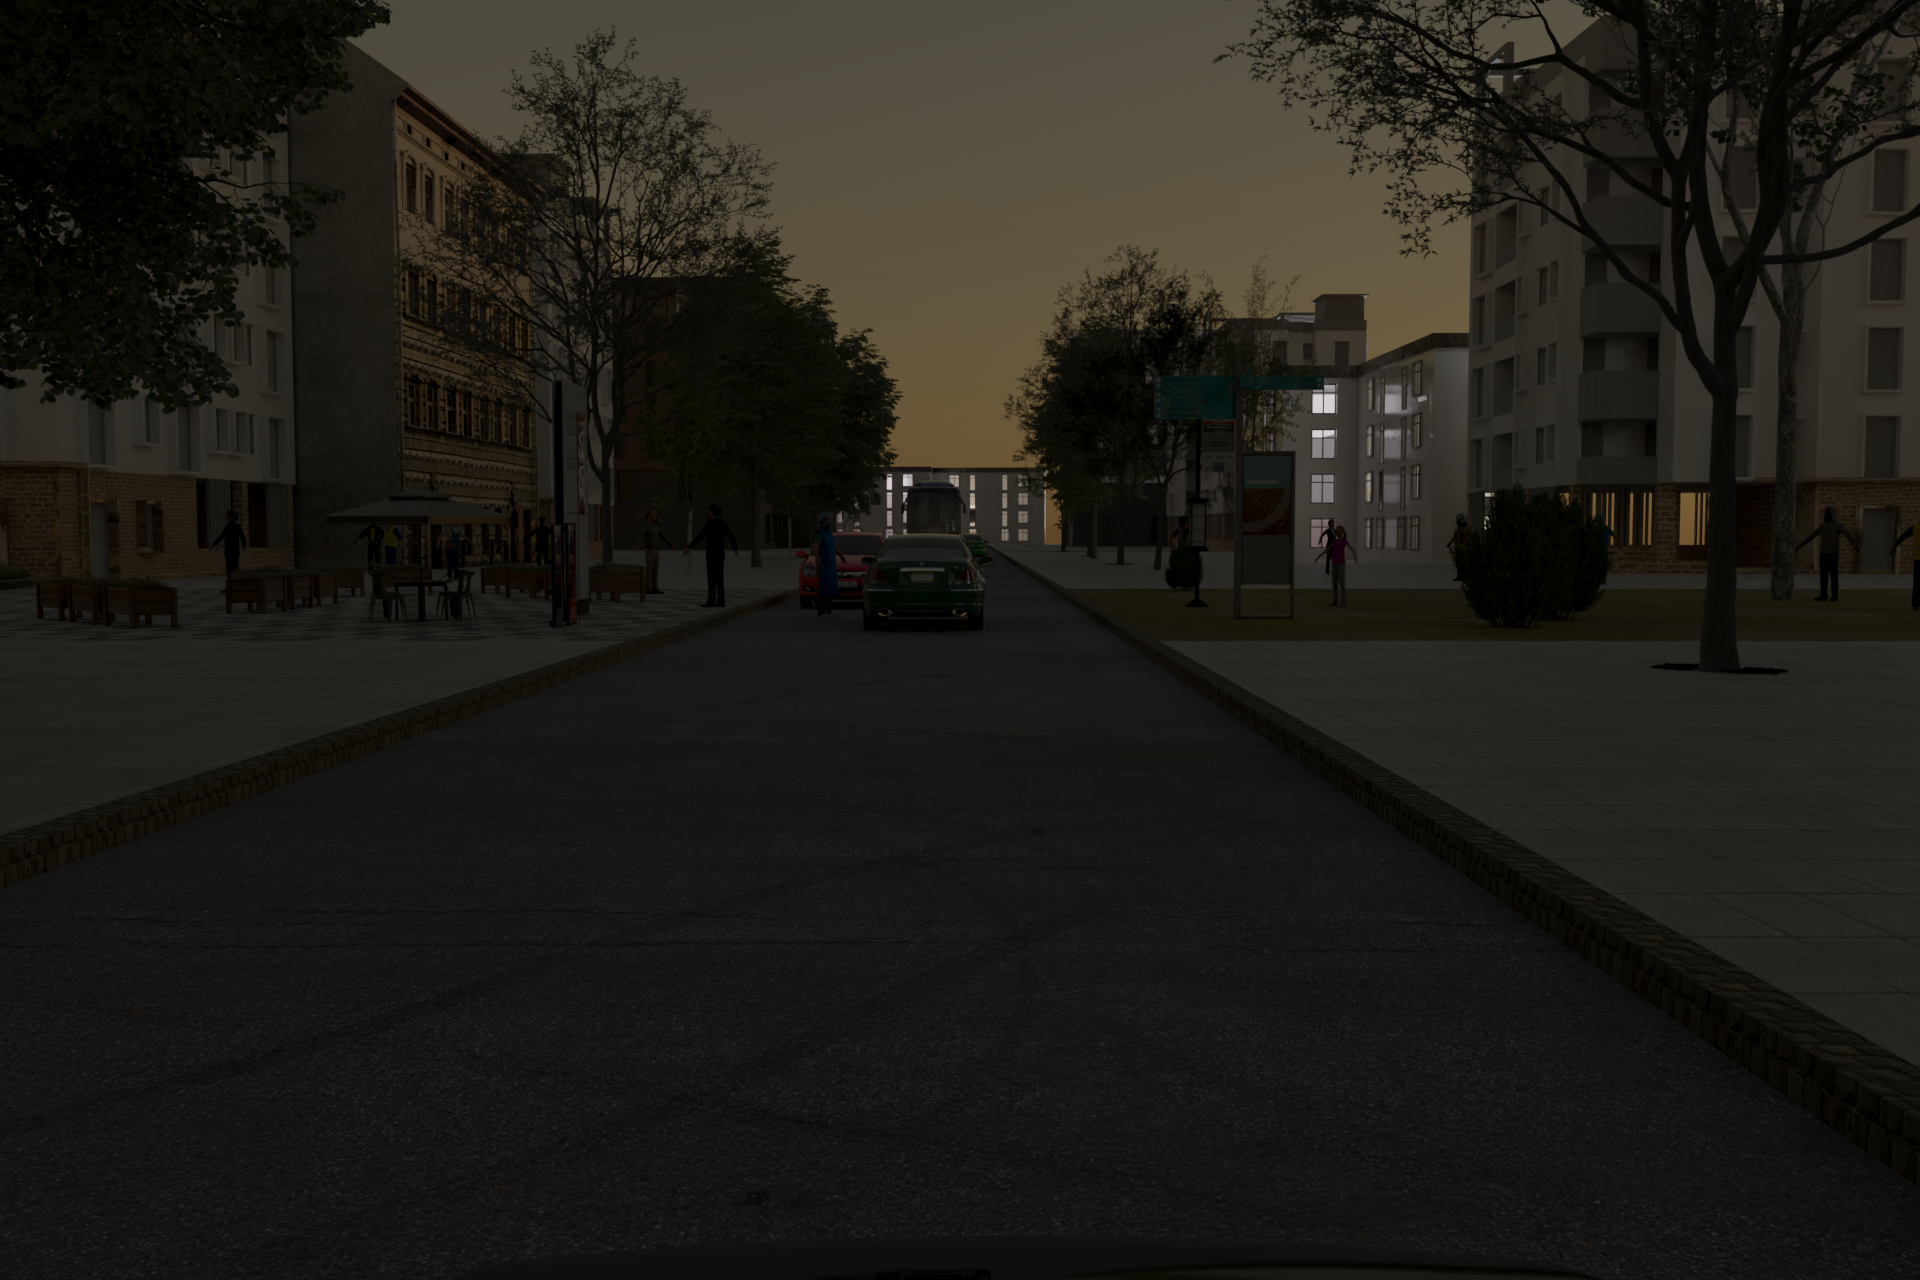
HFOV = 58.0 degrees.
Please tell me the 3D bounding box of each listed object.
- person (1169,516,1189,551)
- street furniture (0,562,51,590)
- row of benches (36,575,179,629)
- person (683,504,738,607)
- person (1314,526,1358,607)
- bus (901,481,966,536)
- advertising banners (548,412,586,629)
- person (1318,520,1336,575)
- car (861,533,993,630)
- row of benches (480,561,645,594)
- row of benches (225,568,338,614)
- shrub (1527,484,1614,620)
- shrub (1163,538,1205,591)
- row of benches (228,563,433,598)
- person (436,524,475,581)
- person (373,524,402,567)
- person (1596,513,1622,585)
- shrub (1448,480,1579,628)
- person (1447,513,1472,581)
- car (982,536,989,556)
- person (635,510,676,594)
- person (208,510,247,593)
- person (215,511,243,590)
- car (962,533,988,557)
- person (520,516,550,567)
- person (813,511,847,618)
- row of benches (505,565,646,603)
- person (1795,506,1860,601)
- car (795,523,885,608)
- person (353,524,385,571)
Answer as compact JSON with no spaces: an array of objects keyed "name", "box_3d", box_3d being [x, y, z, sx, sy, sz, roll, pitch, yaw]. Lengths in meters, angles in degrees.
[{"name":"person","box_3d":[6.771,-2.829,52.394,0.704,1.843,1.345,-3,5,-40]},{"name":"street furniture","box_3d":[-24.408,-1.890,37.759,11.010,1.723,9.812,-1,4,-12]},{"name":"row of benches","box_3d":[-12.332,-0.583,24.996,1.422,0.672,4.104,-3,5,-44]},{"name":"person","box_3d":[-4.321,-1.481,30.401,0.705,1.806,1.347,2,4,35]},{"name":"person","box_3d":[6.637,-1.300,30.525,0.599,1.433,0.991,-2,4,-35]},{"name":"bus","box_3d":[-1.191,-5.606,83.202,2.896,3.916,12.251,0,4,0]},{"name":"advertising banners","box_3d":[-5.492,-1.723,24.357,0.090,3.025,2.074,0,4,1]},{"name":"person","box_3d":[11.784,-2.936,54.717,1.216,1.740,0.721,-2,4,-28]},{"name":"car","box_3d":[-0.534,-0.948,27.305,2.131,1.459,4.920,0,4,0]},{"name":"row of benches","box_3d":[-8.867,-1.414,38.577,1.422,0.672,4.104,3,5,42]},{"name":"row of benches","box_3d":[-11.595,-0.870,29.684,1.422,0.672,4.104,0,4,-3]},{"name":"shrub","box_3d":[8.907,-1.319,25.993,1.690,2.028,1.600,0,3,0]},{"name":"shrub","box_3d":[5.064,-1.715,39.159,1.383,1.207,1.383,0,3,0]},{"name":"row of benches","box_3d":[-12.752,-1.224,35.483,4.104,0.672,1.422,-3,4,-38]},{"name":"person","box_3d":[-13.889,-2.549,47.535,0.705,1.847,1.347,2,4,31]},{"name":"person","box_3d":[-16.931,-2.780,51.415,1.349,1.833,0.705,3,4,37]},{"name":"person","box_3d":[16.178,-2.308,43.867,1.347,1.817,0.704,-1,4,-9]},{"name":"shrub","box_3d":[7.621,-1.188,23.840,1.690,2.028,1.600,0,3,0]},{"name":"person","box_3d":[13.634,-2.534,47.197,0.705,1.858,1.354,0,4,-7]},{"name":"car","box_3d":[0.920,-6.180,113.630,1.945,1.354,3.894,0,4,0]},{"name":"person","box_3d":[-6.553,-1.878,36.979,0.705,1.796,1.348,2,4,28]},{"name":"person","box_3d":[-15.991,-1.942,37.972,0.704,1.802,1.346,1,4,9]},{"name":"person","box_3d":[-16.729,-2.057,39.813,0.705,1.806,1.347,0,4,0]},{"name":"car","box_3d":[0.516,-5.119,92.493,1.959,1.807,4.718,0,4,1]},{"name":"person","box_3d":[-13.156,-2.975,54.570,1.347,1.837,0.705,-1,4,-15]},{"name":"person","box_3d":[-2.261,-1.284,29.575,0.704,1.817,1.347,1,4,16]},{"name":"row of benches","box_3d":[-7.607,-1.122,33.814,4.104,0.672,1.422,3,5,44]},{"name":"person","box_3d":[16.655,-1.656,33.211,0.705,1.813,1.348,-2,4,-29]},{"name":"car","box_3d":[-2.204,-1.580,34.879,2.155,1.783,4.494,0,4,0]},{"name":"person","box_3d":[-18.781,-3.042,55.514,1.354,1.856,0.705,0,4,-8]}]
